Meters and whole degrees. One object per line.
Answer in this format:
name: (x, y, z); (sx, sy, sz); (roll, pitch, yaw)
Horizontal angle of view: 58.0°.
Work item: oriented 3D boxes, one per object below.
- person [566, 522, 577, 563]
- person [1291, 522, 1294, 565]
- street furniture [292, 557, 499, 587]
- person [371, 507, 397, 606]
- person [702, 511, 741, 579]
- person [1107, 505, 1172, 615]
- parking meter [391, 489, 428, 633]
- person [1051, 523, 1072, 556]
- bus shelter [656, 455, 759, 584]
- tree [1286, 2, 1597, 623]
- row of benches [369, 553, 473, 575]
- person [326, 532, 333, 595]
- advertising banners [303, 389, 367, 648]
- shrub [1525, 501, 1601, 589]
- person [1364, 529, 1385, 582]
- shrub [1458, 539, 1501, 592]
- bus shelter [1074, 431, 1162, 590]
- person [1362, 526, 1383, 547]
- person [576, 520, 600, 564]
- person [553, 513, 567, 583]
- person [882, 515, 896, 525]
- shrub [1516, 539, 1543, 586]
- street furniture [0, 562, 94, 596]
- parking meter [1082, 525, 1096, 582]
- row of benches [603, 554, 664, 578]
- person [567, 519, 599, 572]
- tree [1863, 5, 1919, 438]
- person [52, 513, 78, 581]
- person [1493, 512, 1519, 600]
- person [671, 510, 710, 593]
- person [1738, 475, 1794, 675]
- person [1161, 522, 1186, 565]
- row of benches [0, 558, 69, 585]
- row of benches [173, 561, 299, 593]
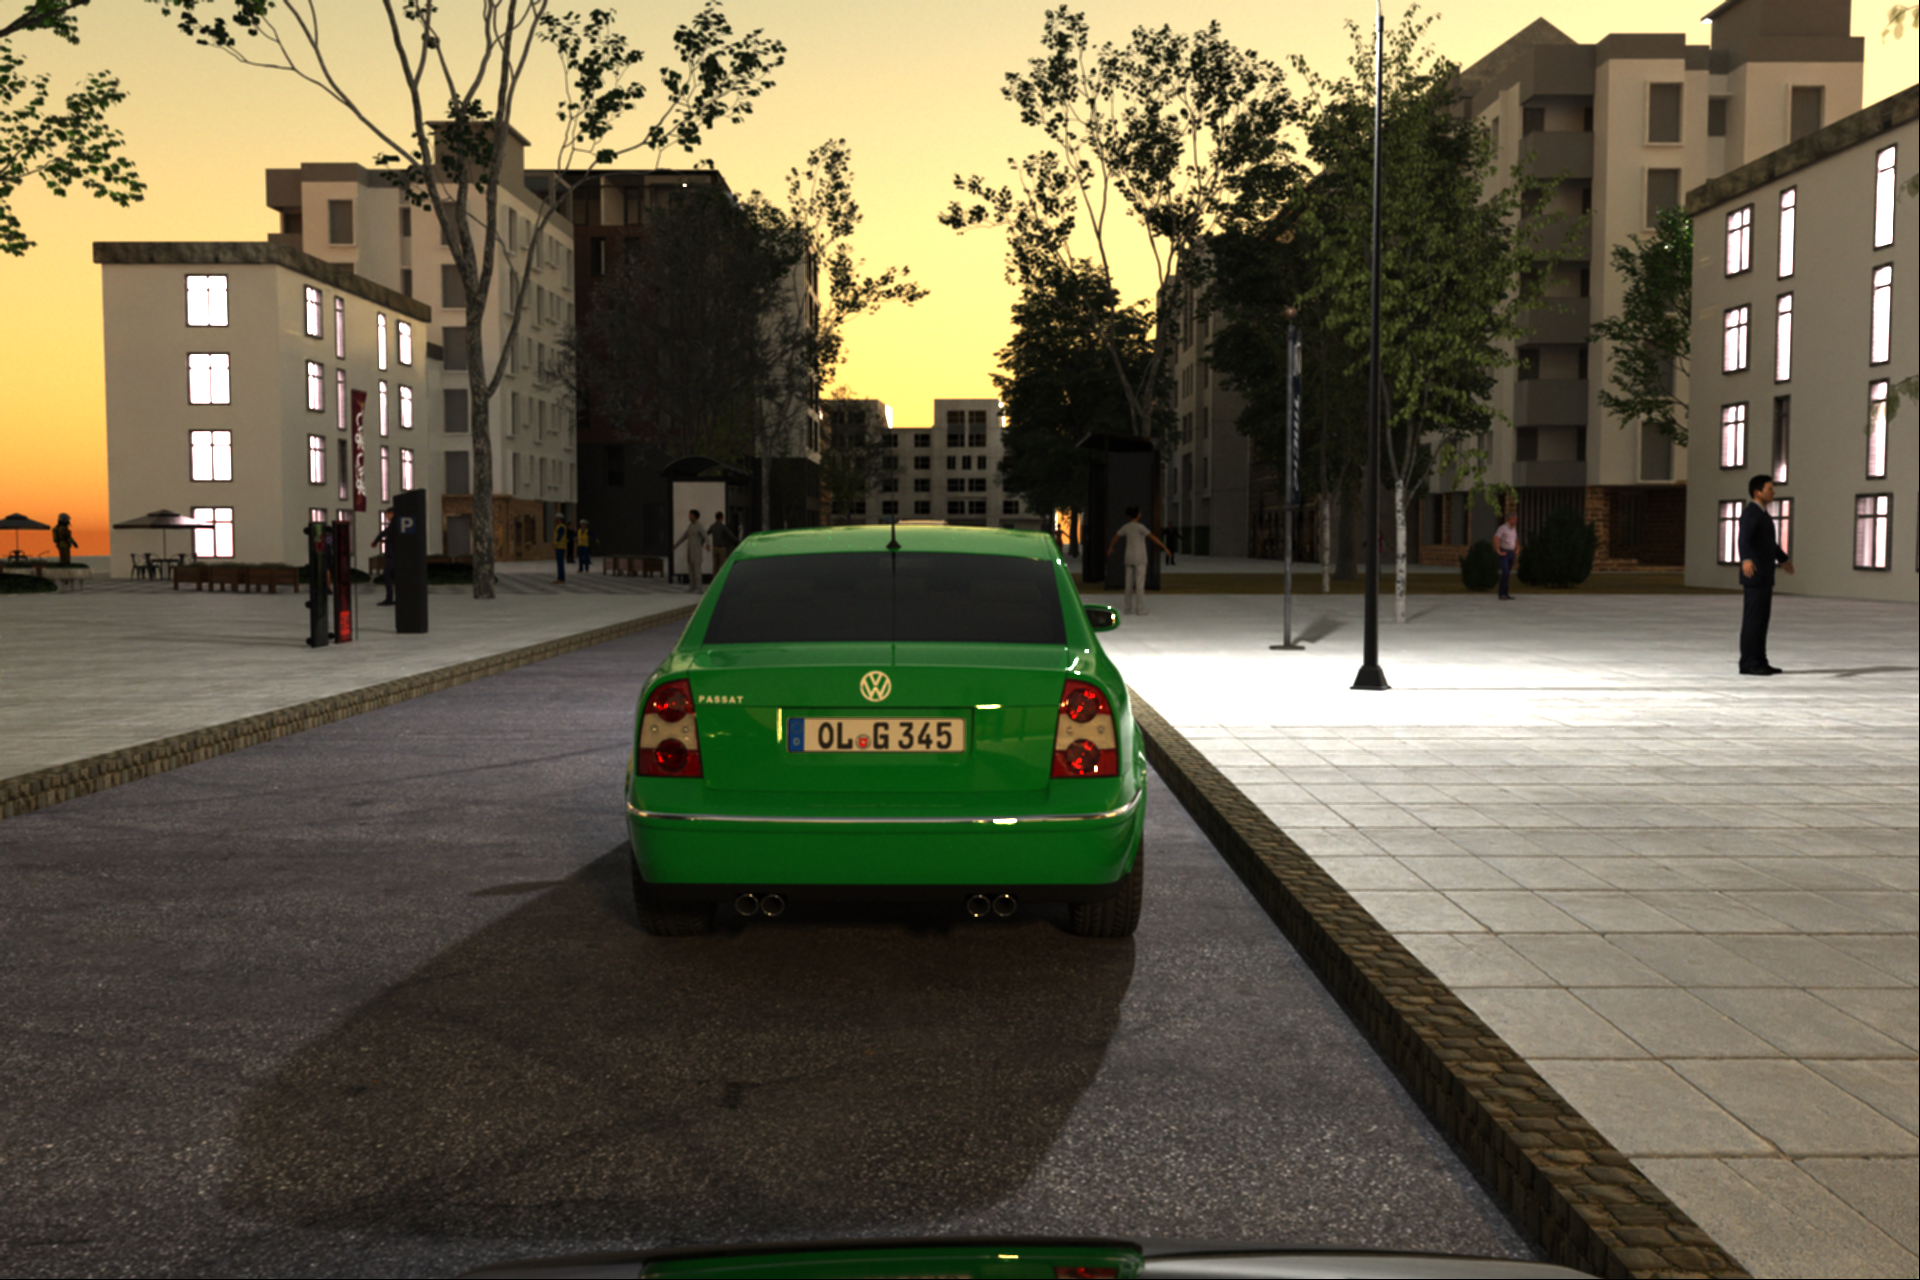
person: (-17.121, -4.281, 76.174); (0.705, 1.806, 1.347); (2, 4, 30)
person: (13.716, -4.036, 72.123); (0.704, 1.812, 1.346); (1, 4, 16)
street furniture: (-15.283, -1.912, 46.894); (5.734, 0.657, 10.072); (-1, 4, -13)
person: (-10.329, -1.514, 31.244); (0.568, 1.767, 0.683); (0, 4, 1)
person: (-5.479, -2.040, 39.618); (1.348, 1.796, 0.705); (2, 4, 31)
person: (2.851, -1.282, 27.736); (1.217, 1.739, 0.721); (3, 5, 40)
parking meter: (-7.125, -1.021, 22.413); (0.399, 1.863, 0.255); (0, 3, 0)
person: (4.162, -4.065, 73.268); (1.217, 1.733, 0.721); (-1, 4, -12)
bus shelter: (-6.749, -3.242, 46.927); (2.014, 3.302, 5.546); (0, 4, 0)
tree: (6.425, -4.539, 24.570); (4.737, 8.622, 4.395); (0, 3, 0)
row of benches: (-16.934, -2.437, 55.310); (4.104, 0.672, 1.422); (-3, 5, -42)
person: (-13.360, -1.674, 36.652); (0.421, 1.427, 0.697); (1, 4, 13)
advertising banners: (-7.302, -1.480, 20.381); (0.090, 3.025, 2.074); (0, 3, 0)
shrub: (14.257, -2.257, 40.941); (1.661, 2.075, 1.752); (0, 3, 0)
person: (11.234, -2.301, 46.891); (0.599, 1.433, 0.991); (-1, 4, -19)
shrub: (11.649, -1.687, 38.700); (1.383, 1.207, 1.383); (0, 3, 0)
bus shelter: (3.837, -3.131, 42.471); (1.731, 3.624, 6.357); (0, 4, 1)
person: (12.157, -2.731, 50.787); (0.705, 1.813, 1.348); (2, 4, 34)
person: (-15.846, -4.146, 73.564); (0.705, 1.856, 1.354); (2, 4, 33)
person: (-10.486, -2.403, 45.258); (0.705, 1.833, 1.349); (-1, 4, -11)
person: (-1.501, -1.662, 35.765); (0.704, 1.817, 1.347); (1, 4, 12)
shrub: (14.282, -1.952, 43.026); (1.383, 1.207, 1.383); (0, 3, 0)
street furniture: (-24.347, -1.355, 37.783); (10.072, 0.657, 5.734); (0, 4, 3)
parking meter: (3.447, -2.303, 46.065); (0.372, 1.533, 0.369); (0, 3, 0)
row of benches: (-9.904, -2.264, 52.485); (1.422, 0.672, 4.104); (-2, 4, -28)
person: (-12.630, -3.149, 57.951); (1.216, 1.772, 0.721); (1, 4, 11)
tree: (5.427, -3.443, 6.662); (4.360, 8.622, 3.978); (0, 3, 0)
person: (-24.709, -2.573, 47.835); (0.705, 1.858, 1.354); (-3, 5, -44)
person: (10.759, -1.647, 33.916); (0.756, 1.711, 0.436); (-2, 4, -29)
person: (-5.775, -1.916, 37.514); (0.705, 1.806, 1.347); (-3, 5, -44)
person: (7.334, -0.600, 15.853); (0.704, 1.823, 1.345); (3, 5, 40)
person: (8.774, -4.032, 72.151); (1.346, 1.802, 0.704); (-2, 4, -24)
row of benches: (-24.732, -1.736, 43.844); (4.104, 0.672, 1.422); (0, 4, 4)
row of benches: (-16.170, -1.422, 38.715); (4.104, 0.672, 1.422); (3, 4, 36)
